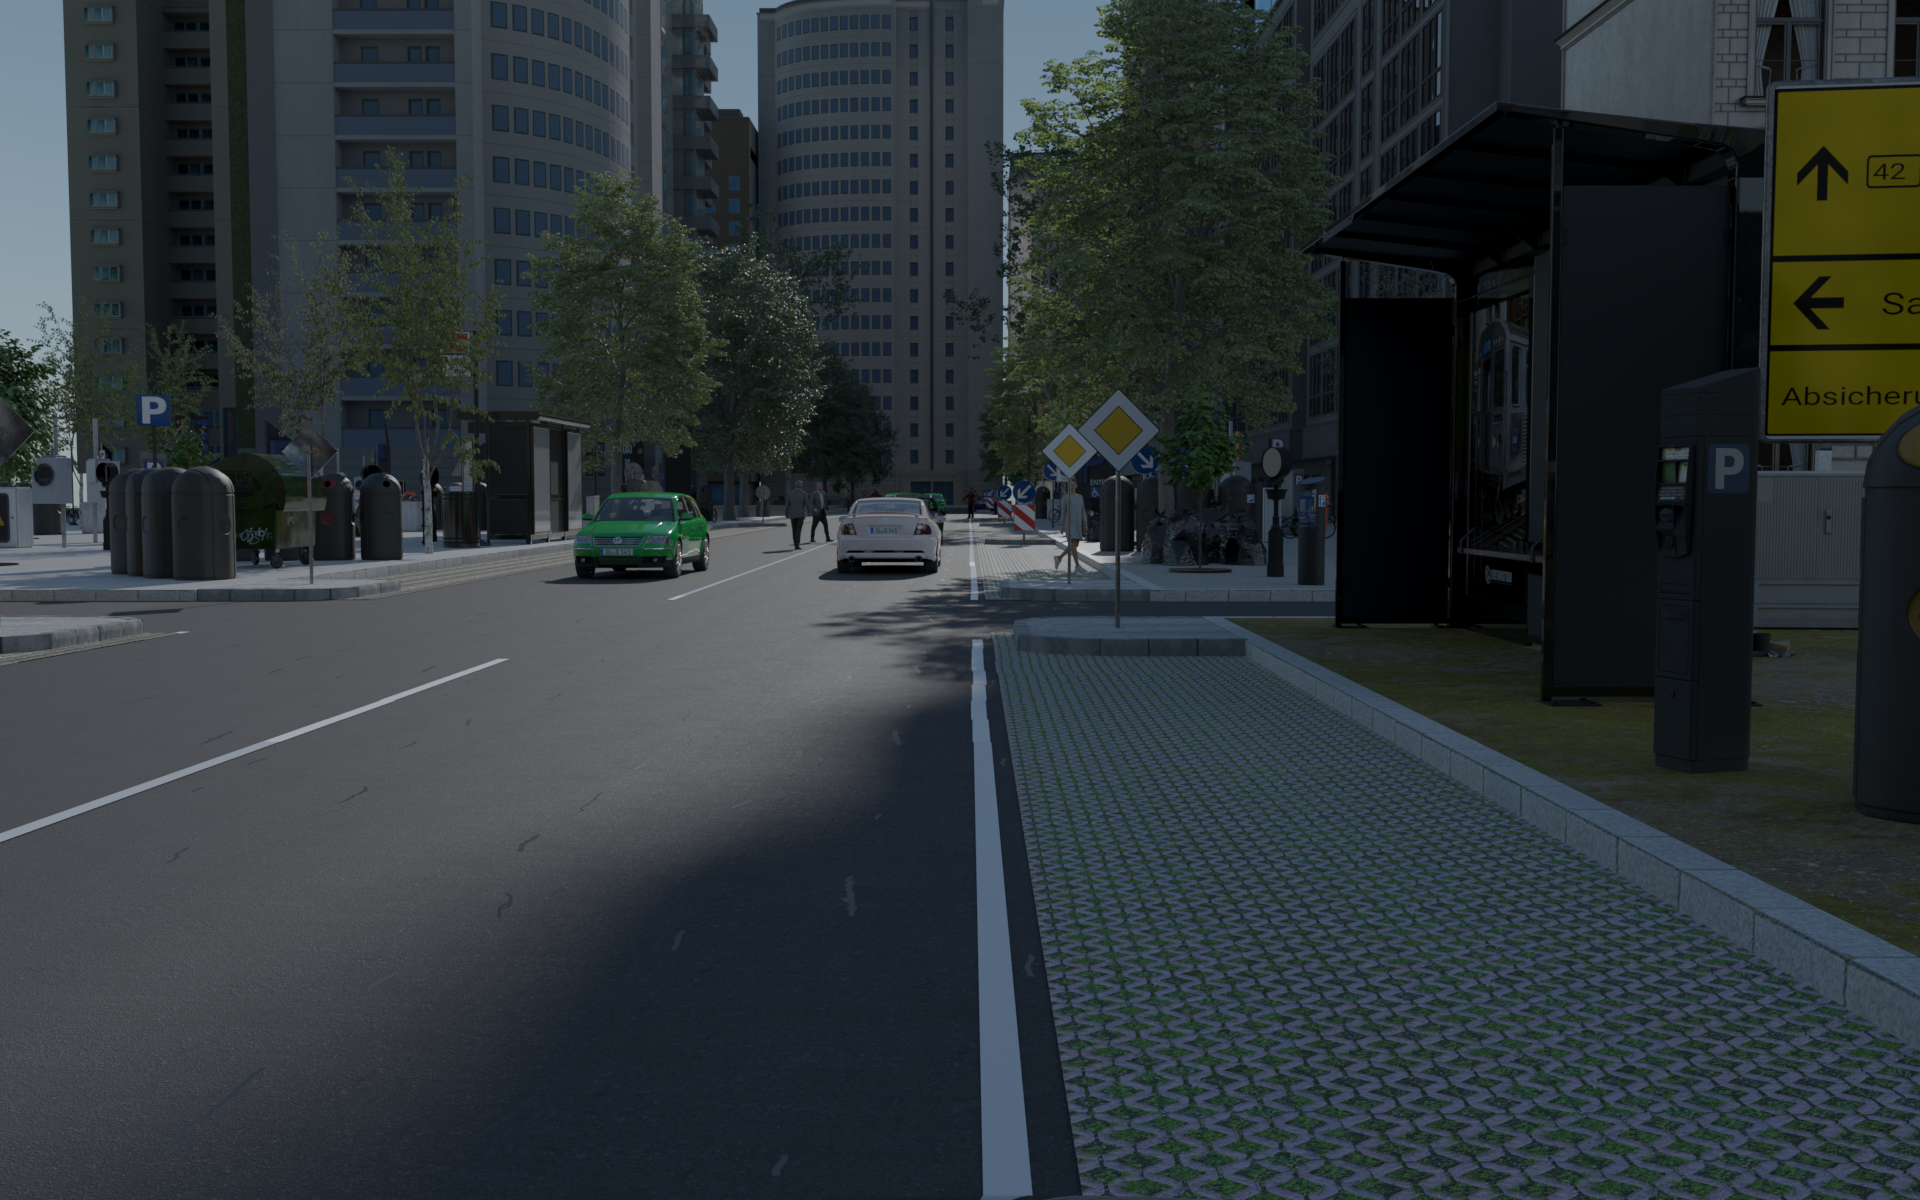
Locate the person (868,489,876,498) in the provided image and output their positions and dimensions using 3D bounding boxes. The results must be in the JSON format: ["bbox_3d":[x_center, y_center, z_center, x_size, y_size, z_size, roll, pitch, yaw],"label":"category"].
[{"bbox_3d":[-6.403,-7.401,129.450,1.348,1.831,0.705,2,4,25],"label":"person"}]

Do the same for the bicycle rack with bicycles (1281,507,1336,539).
[{"bbox_3d":[9.458,-2.256,50.270,2.925,0.926,2.852,2,4,24],"label":"bicycle rack with bicycles"}]

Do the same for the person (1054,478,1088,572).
[{"bbox_3d":[2.035,-1.389,31.958,0.760,1.731,0.466,2,4,32],"label":"person"}]

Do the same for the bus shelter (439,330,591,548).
[{"bbox_3d":[-11.677,-4.136,45.252,2.179,5.291,8.768,0,4,0],"label":"bus shelter"}]

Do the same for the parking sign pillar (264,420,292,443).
[{"bbox_3d":[-24.740,-4.587,63.466,1.447,3.967,1.447,2,4,35],"label":"parking sign pillar"}]

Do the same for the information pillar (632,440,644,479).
[{"bbox_3d":[-13.430,-4.958,72.426,0.504,3.616,0.183,0,4,-6],"label":"information pillar"}]

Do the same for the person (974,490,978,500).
[{"bbox_3d":[1.399,-9.458,163.239,1.348,1.812,0.705,2,4,25],"label":"person"}]

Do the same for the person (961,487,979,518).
[{"bbox_3d":[0.620,-5.712,101.853,1.348,1.831,0.705,3,4,39],"label":"person"}]

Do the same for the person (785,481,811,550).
[{"bbox_3d":[-4.184,-2.201,44.887,0.661,1.777,0.834,0,4,5],"label":"person"}]

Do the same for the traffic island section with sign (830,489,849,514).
[{"bbox_3d":[-8.425,-7.207,126.459,1.989,1.847,2.006,0,4,0],"label":"traffic island section with sign"}]

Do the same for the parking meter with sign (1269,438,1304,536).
[{"bbox_3d":[10.247,-3.498,53.454,0.543,3.016,1.738,-2,4,-25],"label":"parking meter with sign"}]

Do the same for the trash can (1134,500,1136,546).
[{"bbox_3d":[4.531,-1.921,43.068,0.748,1.137,0.748,0,3,0],"label":"trash can"}]

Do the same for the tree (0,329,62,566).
[{"bbox_3d":[-17.642,-2.891,30.988,4.285,4.588,4.351,0,3,0],"label":"tree"}]

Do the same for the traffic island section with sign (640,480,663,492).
[{"bbox_3d":[-8.820,-2.488,49.304,1.989,1.847,2.006,0,4,0],"label":"traffic island section with sign"}]

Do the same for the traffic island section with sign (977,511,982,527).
[{"bbox_3d":[1.844,-4.144,76.381,1.989,1.847,2.006,0,4,0],"label":"traffic island section with sign"}]

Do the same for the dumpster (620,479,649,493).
[{"bbox_3d":[-12.474,-3.770,67.392,1.264,1.857,1.865,0,4,0],"label":"dumpster"}]

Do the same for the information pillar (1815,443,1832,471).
[{"bbox_3d":[16.484,-2.552,33.088,0.504,3.616,0.183,-3,4,-37],"label":"information pillar"}]

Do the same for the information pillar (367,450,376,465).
[{"bbox_3d":[-31.029,-6.121,91.425,0.504,3.616,0.183,1,4,17],"label":"information pillar"}]

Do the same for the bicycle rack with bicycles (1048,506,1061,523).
[{"bbox_3d":[5.400,-3.931,77.648,2.925,0.926,2.852,-1,4,-10],"label":"bicycle rack with bicycles"}]

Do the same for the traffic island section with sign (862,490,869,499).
[{"bbox_3d":[-8.295,-8.862,153.527,1.989,1.847,2.006,0,4,0],"label":"traffic island section with sign"}]

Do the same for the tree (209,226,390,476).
[{"bbox_3d":[-17.626,-5.905,46.904,4.360,8.622,3.978,0,3,0],"label":"tree"}]

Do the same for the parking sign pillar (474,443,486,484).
[{"bbox_3d":[-19.372,-5.077,71.484,1.447,3.967,1.447,-1,4,-10],"label":"parking sign pillar"}]

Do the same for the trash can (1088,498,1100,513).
[{"bbox_3d":[4.831,-3.047,61.465,0.748,1.137,0.748,0,3,0],"label":"trash can"}]

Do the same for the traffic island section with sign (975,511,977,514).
[{"bbox_3d":[2.093,-7.203,126.397,1.989,1.847,2.006,0,4,0],"label":"traffic island section with sign"}]

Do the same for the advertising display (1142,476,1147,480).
[{"bbox_3d":[6.617,-3.305,59.245,0.123,1.923,0.974,-3,5,-43],"label":"advertising display"}]

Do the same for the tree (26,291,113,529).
[{"bbox_3d":[-32.241,-6.929,63.644,4.737,8.622,4.395,0,3,0],"label":"tree"}]

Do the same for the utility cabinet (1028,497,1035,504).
[{"bbox_3d":[4.303,-5.357,96.273,0.318,1.500,1.173,3,5,43],"label":"utility cabinet"}]

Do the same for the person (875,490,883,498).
[{"bbox_3d":[-4.717,-5.565,100.965,0.415,1.643,0.593,3,4,36],"label":"person"}]

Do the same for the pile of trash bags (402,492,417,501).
[{"bbox_3d":[-22.768,-4.069,76.282,3.447,1.369,1.912,-1,4,-13],"label":"pile of trash bags"}]

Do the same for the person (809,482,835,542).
[{"bbox_3d":[-4.112,-2.592,51.277,0.834,1.777,0.661,3,4,37],"label":"person"}]

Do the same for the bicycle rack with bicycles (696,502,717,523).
[{"bbox_3d":[-11.847,-3.864,76.561,2.852,0.926,2.925,3,5,39],"label":"bicycle rack with bicycles"}]

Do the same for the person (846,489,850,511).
[{"bbox_3d":[-8.901,-7.865,137.100,0.705,1.823,1.348,-1,4,-9],"label":"person"}]

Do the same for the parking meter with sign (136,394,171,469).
[{"bbox_3d":[-14.484,-2.137,31.194,0.543,3.016,1.738,-2,4,-24],"label":"parking meter with sign"}]

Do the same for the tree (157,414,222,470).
[{"bbox_3d":[-18.599,-2.896,41.944,1.663,3.219,1.824,0,3,0],"label":"tree"}]

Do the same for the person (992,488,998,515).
[{"bbox_3d":[2.394,-6.692,117.901,0.705,1.826,1.348,-1,4,-10],"label":"person"}]

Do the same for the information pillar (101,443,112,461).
[{"bbox_3d":[-39.544,-5.441,80.310,0.183,3.616,0.504,2,4,32],"label":"information pillar"}]

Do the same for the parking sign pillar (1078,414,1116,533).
[{"bbox_3d":[4.597,-4.239,57.775,1.447,3.967,1.447,2,4,30],"label":"parking sign pillar"}]

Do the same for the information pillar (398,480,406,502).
[{"bbox_3d":[-30.075,-5.438,93.411,0.304,2.012,0.304,0,4,6],"label":"information pillar"}]

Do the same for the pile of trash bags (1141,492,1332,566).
[{"bbox_3d":[5.111,-1.350,31.818,3.447,1.369,1.912,0,4,-5],"label":"pile of trash bags"}]

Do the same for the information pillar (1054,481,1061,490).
[{"bbox_3d":[5.393,-5.549,95.214,0.304,2.012,0.304,-3,5,-40],"label":"information pillar"}]

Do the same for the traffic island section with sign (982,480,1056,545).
[{"bbox_3d":[1.703,-2.495,49.426,1.989,1.847,2.006,0,4,0],"label":"traffic island section with sign"}]

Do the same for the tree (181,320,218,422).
[{"bbox_3d":[-33.315,-7.468,72.465,4.737,8.622,4.395,0,3,0],"label":"tree"}]

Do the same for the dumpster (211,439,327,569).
[{"bbox_3d":[-12.244,-1.712,30.483,1.502,2.255,1.985,0,4,0],"label":"dumpster"}]

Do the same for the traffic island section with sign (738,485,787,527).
[{"bbox_3d":[-8.674,-4.145,76.405,1.989,1.847,2.006,0,4,0],"label":"traffic island section with sign"}]

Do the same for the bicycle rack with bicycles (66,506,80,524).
[{"bbox_3d":[-38.553,-3.763,74.906,2.852,0.926,2.925,1,4,21],"label":"bicycle rack with bicycles"}]

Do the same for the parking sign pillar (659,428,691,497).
[{"bbox_3d":[-11.634,-5.030,70.718,1.447,3.967,1.447,-3,5,-44],"label":"parking sign pillar"}]

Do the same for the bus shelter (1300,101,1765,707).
[{"bbox_3d":[4.084,-1.360,13.513,1.731,3.624,6.357,0,4,0],"label":"bus shelter"}]

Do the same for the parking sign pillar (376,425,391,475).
[{"bbox_3d":[-22.194,-4.788,66.757,1.447,3.967,1.447,-1,4,-22],"label":"parking sign pillar"}]
